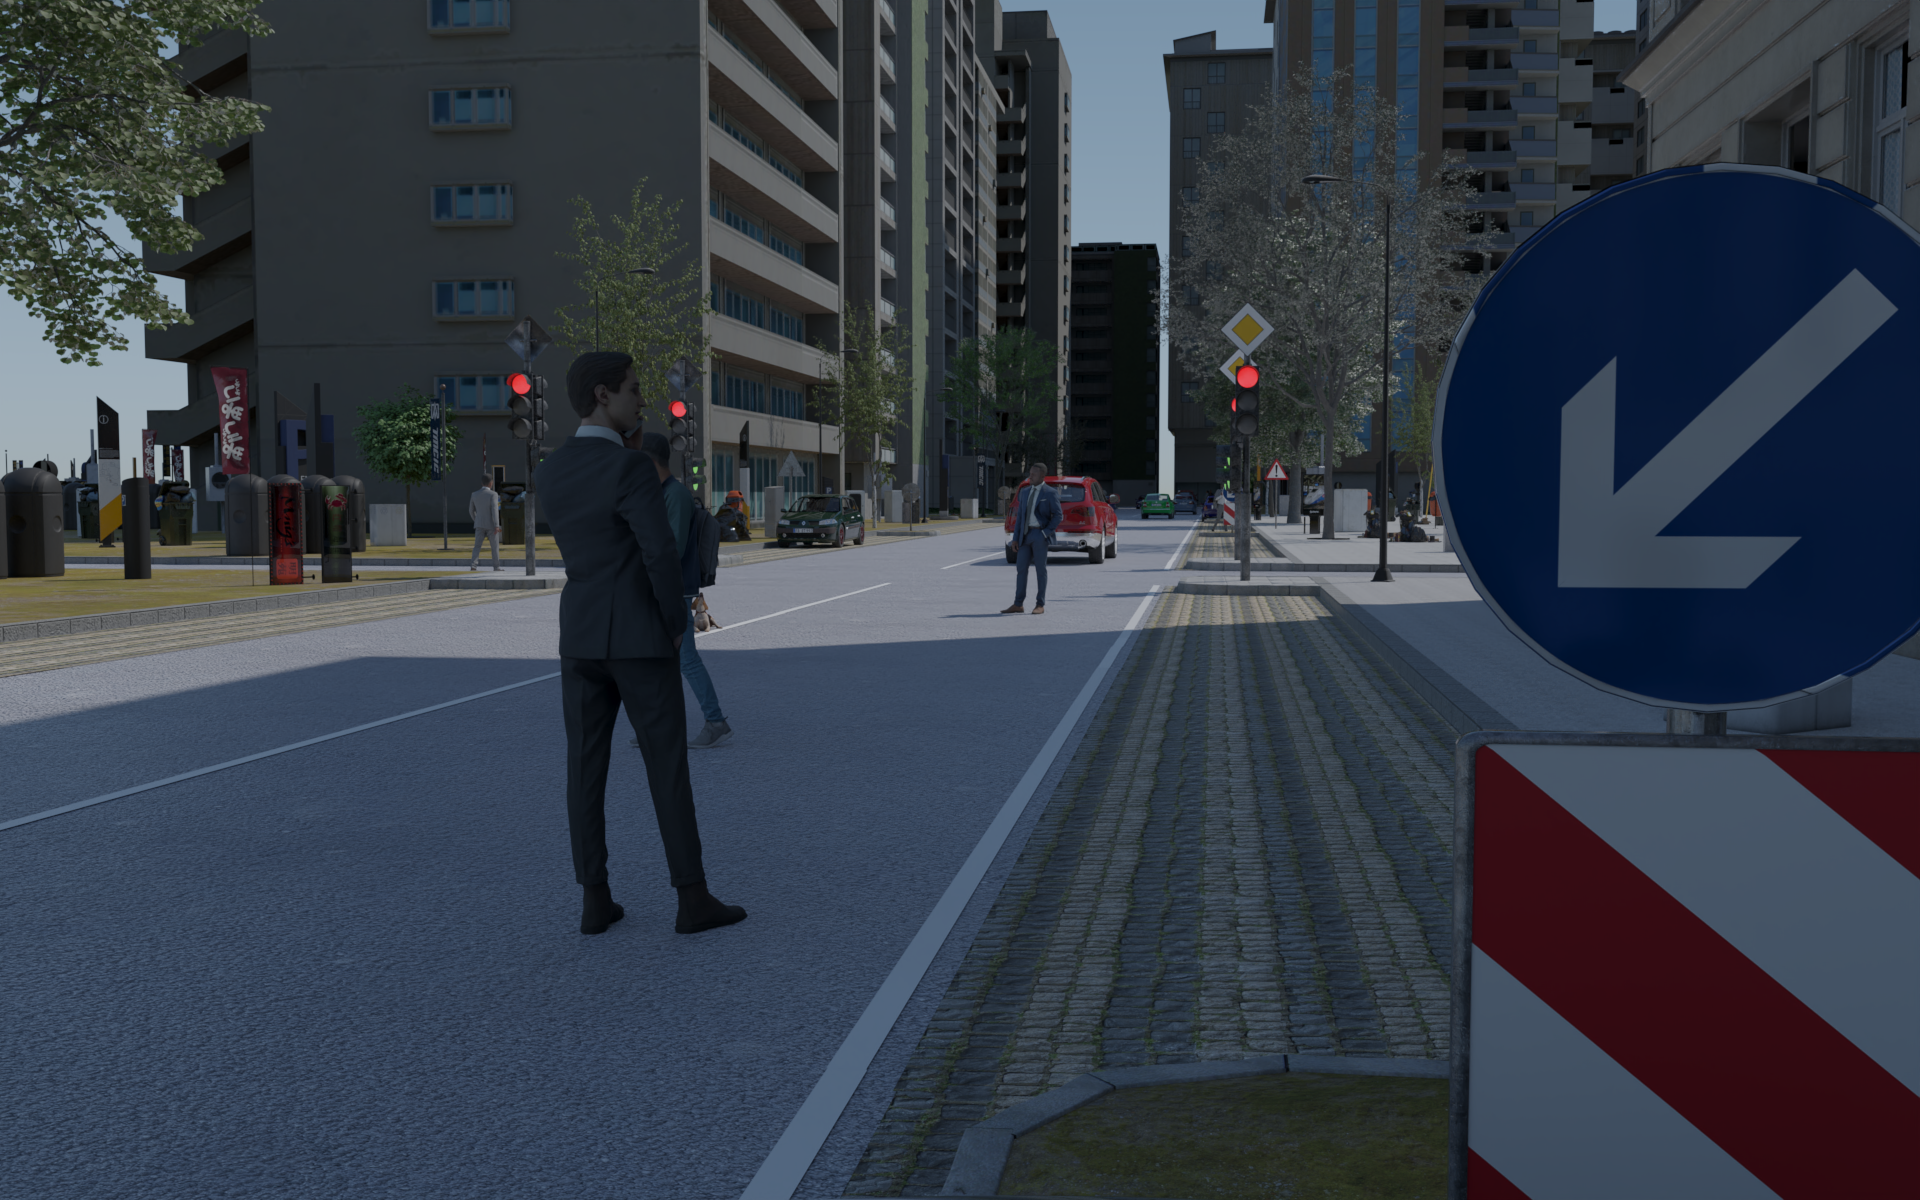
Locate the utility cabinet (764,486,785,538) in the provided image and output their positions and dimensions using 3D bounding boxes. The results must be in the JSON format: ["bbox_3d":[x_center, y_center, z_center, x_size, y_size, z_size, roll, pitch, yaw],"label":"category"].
[{"bbox_3d":[-5.418,-2.555,50.451,0.318,1.500,1.173,-1,4,-21],"label":"utility cabinet"}]

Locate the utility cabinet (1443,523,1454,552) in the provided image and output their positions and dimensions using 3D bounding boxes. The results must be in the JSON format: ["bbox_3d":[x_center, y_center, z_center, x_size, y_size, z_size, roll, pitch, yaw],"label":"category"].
[{"bbox_3d":[11.262,-1.665,38.388,1.020,1.237,0.306,0,4,5],"label":"utility cabinet"}]

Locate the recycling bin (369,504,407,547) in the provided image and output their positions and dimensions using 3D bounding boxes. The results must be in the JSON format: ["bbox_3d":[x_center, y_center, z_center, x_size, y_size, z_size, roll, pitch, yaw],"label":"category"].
[{"bbox_3d":[-14.114,-1.846,42.739,0.722,1.027,0.722,-2,4,-33],"label":"recycling bin"}]

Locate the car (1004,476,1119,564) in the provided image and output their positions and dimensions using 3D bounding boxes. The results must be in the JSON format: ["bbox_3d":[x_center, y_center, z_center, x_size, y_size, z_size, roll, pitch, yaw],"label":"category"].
[{"bbox_3d":[2.227,-1.745,37.205,2.281,1.827,5.304,1,4,10],"label":"car"}]

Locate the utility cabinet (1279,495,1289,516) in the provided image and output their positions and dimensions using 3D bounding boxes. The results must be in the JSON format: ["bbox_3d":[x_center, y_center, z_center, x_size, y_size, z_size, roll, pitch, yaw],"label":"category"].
[{"bbox_3d":[19.067,-5.469,100.584,1.020,1.237,0.306,1,4,15],"label":"utility cabinet"}]

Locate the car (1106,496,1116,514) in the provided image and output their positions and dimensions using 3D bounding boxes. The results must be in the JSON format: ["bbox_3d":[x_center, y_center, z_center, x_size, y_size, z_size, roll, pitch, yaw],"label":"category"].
[{"bbox_3d":[7.952,-5.292,99.103,1.945,1.354,3.894,1,4,10],"label":"car"}]

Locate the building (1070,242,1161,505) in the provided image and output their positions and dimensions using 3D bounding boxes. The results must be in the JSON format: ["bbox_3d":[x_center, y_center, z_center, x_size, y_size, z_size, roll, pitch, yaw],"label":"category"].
[{"bbox_3d":[16.174,-26.298,201.672,14.107,30.474,14.160,1,4,8],"label":"building"}]

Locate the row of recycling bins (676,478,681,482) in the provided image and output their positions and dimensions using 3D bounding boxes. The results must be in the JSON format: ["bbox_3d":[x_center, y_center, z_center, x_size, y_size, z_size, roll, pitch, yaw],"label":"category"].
[{"bbox_3d":[-8.314,-2.280,44.391,3.534,1.692,1.069,2,4,31],"label":"row of recycling bins"}]

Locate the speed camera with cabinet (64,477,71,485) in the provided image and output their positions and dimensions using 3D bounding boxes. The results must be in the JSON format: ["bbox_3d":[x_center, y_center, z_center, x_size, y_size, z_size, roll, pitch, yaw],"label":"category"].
[{"bbox_3d":[-49.253,-6.151,94.896,2.038,3.252,0.660,0,4,5],"label":"speed camera with cabinet"}]

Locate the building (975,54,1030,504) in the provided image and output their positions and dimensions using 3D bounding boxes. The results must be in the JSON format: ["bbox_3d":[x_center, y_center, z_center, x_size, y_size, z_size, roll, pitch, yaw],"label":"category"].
[{"bbox_3d":[-9.906,-27.739,145.408,32.217,40.220,23.993,1,4,8],"label":"building"}]

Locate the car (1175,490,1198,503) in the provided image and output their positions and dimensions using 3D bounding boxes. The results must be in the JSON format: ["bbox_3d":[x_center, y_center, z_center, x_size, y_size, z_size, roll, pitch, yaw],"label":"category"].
[{"bbox_3d":[22.591,-10.056,173.082,2.281,1.827,5.304,1,4,10],"label":"car"}]

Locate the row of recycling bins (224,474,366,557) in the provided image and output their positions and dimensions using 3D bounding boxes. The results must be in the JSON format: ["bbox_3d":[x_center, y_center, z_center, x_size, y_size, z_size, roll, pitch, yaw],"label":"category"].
[{"bbox_3d":[-14.109,-1.830,37.033,1.069,1.692,3.534,2,4,25],"label":"row of recycling bins"}]

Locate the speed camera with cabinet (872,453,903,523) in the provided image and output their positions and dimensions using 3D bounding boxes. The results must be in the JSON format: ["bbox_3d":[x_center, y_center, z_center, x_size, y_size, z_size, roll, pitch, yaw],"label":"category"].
[{"bbox_3d":[-3.186,-5.144,78.432,0.660,3.252,2.038,-1,4,-23],"label":"speed camera with cabinet"}]

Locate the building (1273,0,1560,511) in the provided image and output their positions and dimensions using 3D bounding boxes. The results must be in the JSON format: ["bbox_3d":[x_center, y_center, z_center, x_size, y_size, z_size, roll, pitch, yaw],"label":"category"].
[{"bbox_3d":[35.515,-36.311,135.681,21.231,58.520,28.212,1,4,8],"label":"building"}]

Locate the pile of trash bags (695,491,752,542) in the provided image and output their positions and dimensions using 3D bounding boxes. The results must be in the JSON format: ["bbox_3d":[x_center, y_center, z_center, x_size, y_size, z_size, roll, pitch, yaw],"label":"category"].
[{"bbox_3d":[-6.595,-2.306,47.464,1.912,1.369,3.447,1,4,9],"label":"pile of trash bags"}]

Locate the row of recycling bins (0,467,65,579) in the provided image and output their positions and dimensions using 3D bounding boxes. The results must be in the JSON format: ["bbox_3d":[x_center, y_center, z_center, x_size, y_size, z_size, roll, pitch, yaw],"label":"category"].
[{"bbox_3d":[-15.102,-1.139,25.730,1.069,1.692,3.534,2,4,33],"label":"row of recycling bins"}]

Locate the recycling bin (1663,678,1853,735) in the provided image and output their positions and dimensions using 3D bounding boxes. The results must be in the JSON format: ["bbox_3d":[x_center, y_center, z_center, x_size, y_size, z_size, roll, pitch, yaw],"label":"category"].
[{"bbox_3d":[4.455,0.177,9.664,0.722,1.027,0.722,-2,4,-30],"label":"recycling bin"}]

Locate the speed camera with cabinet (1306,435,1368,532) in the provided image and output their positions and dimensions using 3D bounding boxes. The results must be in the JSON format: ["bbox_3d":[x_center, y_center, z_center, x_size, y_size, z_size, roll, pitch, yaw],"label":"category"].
[{"bbox_3d":[12.636,-3.897,58.053,2.038,3.252,0.660,-1,4,-18],"label":"speed camera with cabinet"}]

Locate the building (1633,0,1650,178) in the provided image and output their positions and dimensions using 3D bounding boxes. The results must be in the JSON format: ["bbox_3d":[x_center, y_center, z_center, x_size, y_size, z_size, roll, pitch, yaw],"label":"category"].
[{"bbox_3d":[74.528,-44.330,163.049,20.611,71.187,20.563,1,4,8],"label":"building"}]

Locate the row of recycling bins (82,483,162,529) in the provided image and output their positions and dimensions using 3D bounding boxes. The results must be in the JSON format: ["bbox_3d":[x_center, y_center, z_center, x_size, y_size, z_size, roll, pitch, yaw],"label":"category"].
[{"bbox_3d":[-30.653,-3.412,62.907,1.069,1.692,3.534,3,5,44],"label":"row of recycling bins"}]

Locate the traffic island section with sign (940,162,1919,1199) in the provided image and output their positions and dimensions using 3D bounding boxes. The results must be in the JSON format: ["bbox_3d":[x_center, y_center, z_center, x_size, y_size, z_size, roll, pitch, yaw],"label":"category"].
[{"bbox_3d":[0.917,0.351,2.886,1.989,1.847,2.006,1,4,8],"label":"traffic island section with sign"}]

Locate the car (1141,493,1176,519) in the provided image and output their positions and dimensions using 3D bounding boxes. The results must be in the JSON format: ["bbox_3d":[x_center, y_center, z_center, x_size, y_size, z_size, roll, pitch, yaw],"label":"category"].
[{"bbox_3d":[11.502,-5.607,100.475,1.959,1.807,4.718,1,4,9],"label":"car"}]

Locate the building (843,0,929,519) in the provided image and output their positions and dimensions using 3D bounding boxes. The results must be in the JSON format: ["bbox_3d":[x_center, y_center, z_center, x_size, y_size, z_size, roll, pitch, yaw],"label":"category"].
[{"bbox_3d":[-9.705,-24.880,90.380,14.154,41.232,14.086,1,4,8],"label":"building"}]

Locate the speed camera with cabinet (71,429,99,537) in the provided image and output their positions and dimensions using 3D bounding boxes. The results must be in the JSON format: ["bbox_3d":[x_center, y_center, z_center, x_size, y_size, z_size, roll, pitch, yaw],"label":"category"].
[{"bbox_3d":[-26.075,-3.538,52.186,0.660,3.252,2.038,-1,4,-14],"label":"speed camera with cabinet"}]

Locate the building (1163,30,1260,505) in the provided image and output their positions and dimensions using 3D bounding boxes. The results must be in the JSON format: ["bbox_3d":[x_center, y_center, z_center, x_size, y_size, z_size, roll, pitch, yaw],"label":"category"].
[{"bbox_3d":[38.100,-37.663,205.036,27.495,52.752,28.713,1,4,8],"label":"building"}]

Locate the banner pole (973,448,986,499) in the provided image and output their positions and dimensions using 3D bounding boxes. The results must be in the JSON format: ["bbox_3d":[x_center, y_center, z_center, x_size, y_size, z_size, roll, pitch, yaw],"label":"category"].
[{"bbox_3d":[0.992,-6.321,93.363,0.863,3.779,0.401,1,4,15],"label":"banner pole"}]

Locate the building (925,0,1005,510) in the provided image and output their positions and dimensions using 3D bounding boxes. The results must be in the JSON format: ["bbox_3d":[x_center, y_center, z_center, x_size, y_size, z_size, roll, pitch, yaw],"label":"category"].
[{"bbox_3d":[-7.508,-41.742,120.732,20.563,71.187,20.611,1,4,8],"label":"building"}]

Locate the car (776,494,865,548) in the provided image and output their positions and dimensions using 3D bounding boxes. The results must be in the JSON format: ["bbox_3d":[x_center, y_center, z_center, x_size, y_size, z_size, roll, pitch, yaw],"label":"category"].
[{"bbox_3d":[-3.765,-2.283,47.109,2.009,1.686,4.222,1,4,9],"label":"car"}]

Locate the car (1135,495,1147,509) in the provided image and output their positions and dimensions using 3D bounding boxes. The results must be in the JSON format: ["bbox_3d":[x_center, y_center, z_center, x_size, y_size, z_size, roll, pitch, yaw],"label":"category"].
[{"bbox_3d":[17.816,-9.393,166.161,1.945,1.354,3.894,1,4,9],"label":"car"}]

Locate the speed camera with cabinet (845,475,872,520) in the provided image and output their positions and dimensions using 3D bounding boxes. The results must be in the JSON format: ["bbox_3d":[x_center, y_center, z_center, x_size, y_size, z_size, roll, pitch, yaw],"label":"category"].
[{"bbox_3d":[-4.588,-5.374,82.203,2.038,3.252,0.660,-2,4,-29],"label":"speed camera with cabinet"}]

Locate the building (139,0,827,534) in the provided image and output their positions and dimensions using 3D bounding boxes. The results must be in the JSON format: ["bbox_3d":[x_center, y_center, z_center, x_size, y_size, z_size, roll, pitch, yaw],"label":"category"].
[{"bbox_3d":[-17.088,-27.001,65.167,21.300,48.544,21.600,1,4,8],"label":"building"}]

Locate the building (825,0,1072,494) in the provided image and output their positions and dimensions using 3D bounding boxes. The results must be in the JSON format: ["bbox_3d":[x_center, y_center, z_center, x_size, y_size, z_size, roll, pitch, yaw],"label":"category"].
[{"bbox_3d":[-0.253,-33.611,173.240,21.600,48.544,21.300,1,4,8],"label":"building"}]

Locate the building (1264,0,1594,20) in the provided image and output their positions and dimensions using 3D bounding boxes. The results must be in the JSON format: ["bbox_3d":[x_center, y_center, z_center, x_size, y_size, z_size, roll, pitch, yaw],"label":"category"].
[{"bbox_3d":[43.471,-35.161,164.124,28.713,52.752,27.495,1,4,8],"label":"building"}]

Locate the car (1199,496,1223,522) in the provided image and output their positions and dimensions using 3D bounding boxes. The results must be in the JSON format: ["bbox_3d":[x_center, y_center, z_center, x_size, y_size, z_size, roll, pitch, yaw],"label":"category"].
[{"bbox_3d":[13.383,-4.717,89.709,1.945,1.354,3.894,0,4,8],"label":"car"}]

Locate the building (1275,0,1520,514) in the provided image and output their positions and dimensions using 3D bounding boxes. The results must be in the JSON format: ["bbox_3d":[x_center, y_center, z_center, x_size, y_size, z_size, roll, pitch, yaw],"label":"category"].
[{"bbox_3d":[28.378,-28.426,114.871,14.600,45.320,14.200,1,4,8],"label":"building"}]

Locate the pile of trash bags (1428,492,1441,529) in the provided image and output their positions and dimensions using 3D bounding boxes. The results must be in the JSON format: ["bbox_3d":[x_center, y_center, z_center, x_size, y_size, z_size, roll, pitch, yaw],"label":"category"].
[{"bbox_3d":[18.983,-3.303,63.750,3.447,1.369,1.912,2,4,25],"label":"pile of trash bags"}]

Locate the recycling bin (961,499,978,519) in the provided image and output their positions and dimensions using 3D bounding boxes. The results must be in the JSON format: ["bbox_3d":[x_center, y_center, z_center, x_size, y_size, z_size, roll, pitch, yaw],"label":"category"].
[{"bbox_3d":[0.488,-4.760,90.380,0.722,1.027,0.722,1,4,23],"label":"recycling bin"}]

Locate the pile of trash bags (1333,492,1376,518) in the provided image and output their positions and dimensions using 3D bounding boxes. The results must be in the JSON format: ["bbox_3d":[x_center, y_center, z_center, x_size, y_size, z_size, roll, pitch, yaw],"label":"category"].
[{"bbox_3d":[19.805,-4.679,86.256,1.912,1.369,3.447,0,4,-6],"label":"pile of trash bags"}]

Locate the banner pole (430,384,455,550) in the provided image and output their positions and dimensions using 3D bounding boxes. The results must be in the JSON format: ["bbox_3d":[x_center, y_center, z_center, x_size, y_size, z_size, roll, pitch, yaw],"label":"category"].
[{"bbox_3d":[-11.951,-3.042,39.761,0.401,3.779,0.863,-3,5,-44],"label":"banner pole"}]

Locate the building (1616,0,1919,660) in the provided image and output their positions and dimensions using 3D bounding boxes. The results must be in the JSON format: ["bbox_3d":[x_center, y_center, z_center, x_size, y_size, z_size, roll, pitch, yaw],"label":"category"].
[{"bbox_3d":[13.859,-10.604,6.665,16.112,22.955,30.059,1,4,8],"label":"building"}]

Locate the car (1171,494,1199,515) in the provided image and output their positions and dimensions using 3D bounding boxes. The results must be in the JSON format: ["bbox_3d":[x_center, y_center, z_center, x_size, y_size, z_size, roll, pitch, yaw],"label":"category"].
[{"bbox_3d":[15.647,-6.662,120.931,2.014,1.417,4.499,1,4,9],"label":"car"}]

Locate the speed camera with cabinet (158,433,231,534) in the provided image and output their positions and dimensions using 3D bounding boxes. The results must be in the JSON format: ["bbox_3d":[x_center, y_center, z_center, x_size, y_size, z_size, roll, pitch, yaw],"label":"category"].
[{"bbox_3d":[-24.608,-3.758,55.775,2.038,3.252,0.660,-2,4,-34],"label":"speed camera with cabinet"}]

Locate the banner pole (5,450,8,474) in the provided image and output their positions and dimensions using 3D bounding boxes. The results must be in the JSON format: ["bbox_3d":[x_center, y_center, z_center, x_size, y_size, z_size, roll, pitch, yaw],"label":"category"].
[{"bbox_3d":[-53.943,-6.609,98.068,0.401,3.779,0.863,-2,4,-26],"label":"banner pole"}]
